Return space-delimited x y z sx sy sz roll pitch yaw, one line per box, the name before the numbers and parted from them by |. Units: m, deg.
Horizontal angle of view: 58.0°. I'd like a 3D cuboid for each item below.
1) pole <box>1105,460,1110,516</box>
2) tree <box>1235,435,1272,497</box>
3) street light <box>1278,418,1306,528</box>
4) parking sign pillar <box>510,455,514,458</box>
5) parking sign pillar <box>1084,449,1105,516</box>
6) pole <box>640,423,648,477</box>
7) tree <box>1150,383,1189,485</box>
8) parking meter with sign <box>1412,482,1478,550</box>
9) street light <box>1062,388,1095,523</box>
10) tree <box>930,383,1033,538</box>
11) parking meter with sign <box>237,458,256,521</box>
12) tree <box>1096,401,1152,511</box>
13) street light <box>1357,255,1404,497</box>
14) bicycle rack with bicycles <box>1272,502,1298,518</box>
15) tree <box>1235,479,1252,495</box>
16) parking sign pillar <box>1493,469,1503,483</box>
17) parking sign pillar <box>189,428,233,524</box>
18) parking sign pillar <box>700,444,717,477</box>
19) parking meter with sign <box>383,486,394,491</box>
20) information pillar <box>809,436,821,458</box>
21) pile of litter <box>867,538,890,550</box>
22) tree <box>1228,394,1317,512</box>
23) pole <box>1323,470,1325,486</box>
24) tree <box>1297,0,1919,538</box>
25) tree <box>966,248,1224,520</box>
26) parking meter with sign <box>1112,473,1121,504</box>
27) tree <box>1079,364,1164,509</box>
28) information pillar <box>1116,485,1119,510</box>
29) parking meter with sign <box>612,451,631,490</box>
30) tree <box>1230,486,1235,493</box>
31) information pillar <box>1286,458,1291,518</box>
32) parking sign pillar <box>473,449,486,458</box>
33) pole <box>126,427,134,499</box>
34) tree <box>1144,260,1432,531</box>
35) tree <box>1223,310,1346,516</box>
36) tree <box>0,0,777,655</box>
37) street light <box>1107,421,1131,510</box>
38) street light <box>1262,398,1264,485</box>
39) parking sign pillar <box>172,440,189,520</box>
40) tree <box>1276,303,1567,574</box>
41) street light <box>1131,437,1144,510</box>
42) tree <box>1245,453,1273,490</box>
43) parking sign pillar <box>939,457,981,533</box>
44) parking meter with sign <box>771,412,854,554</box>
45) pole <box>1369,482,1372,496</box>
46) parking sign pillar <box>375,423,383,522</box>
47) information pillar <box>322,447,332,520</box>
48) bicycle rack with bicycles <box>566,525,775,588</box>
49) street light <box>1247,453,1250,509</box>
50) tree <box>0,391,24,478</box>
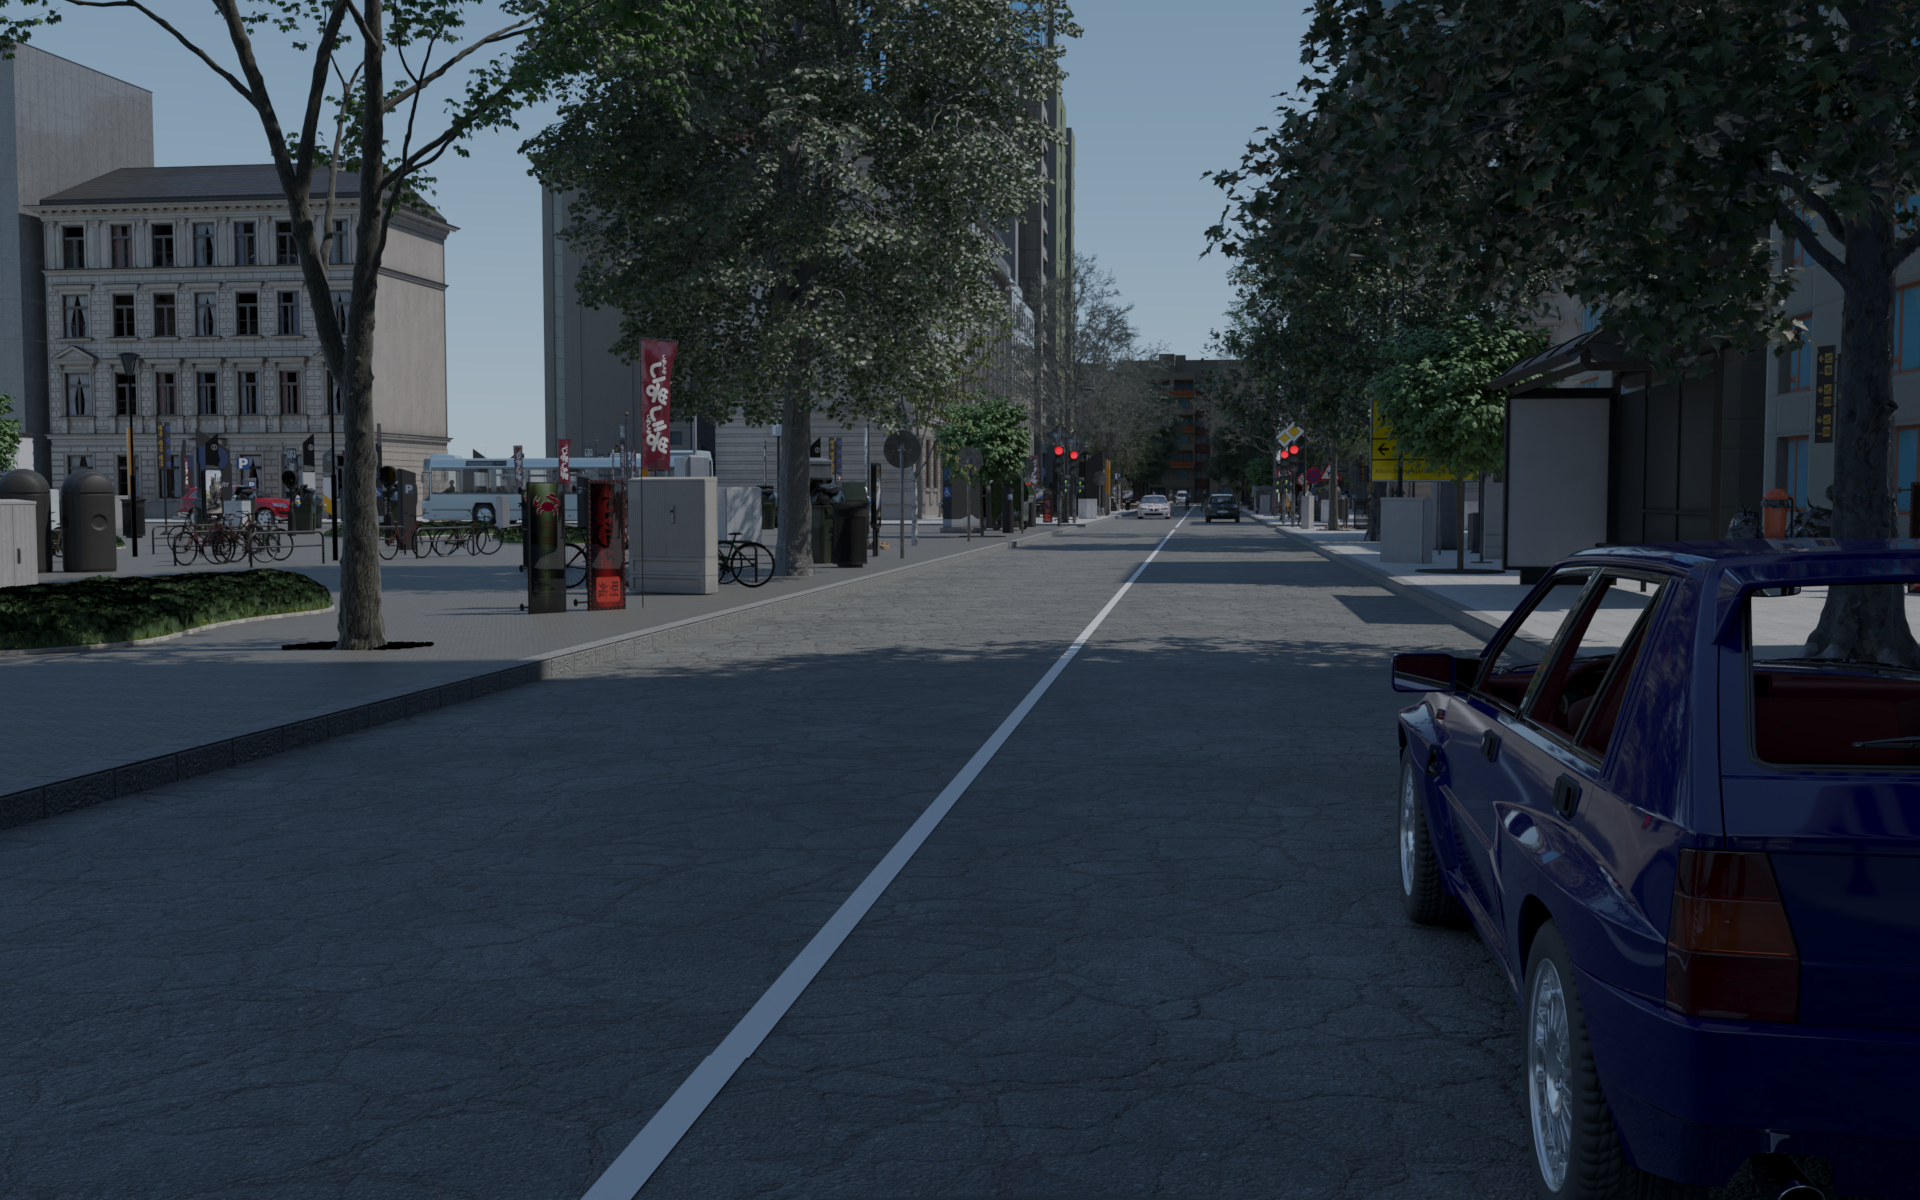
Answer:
pole | 9.181 -6.930 107.150 0.158 3.312 0.155 0 3 0
tree | 27.997 -13.151 165.374 4.360 8.622 3.978 0 3 0
street light | 12.666 -5.739 66.366 1.470 5.913 1.316 0 4 8
parking sign pillar | -27.352 -7.153 105.429 1.447 3.967 1.447 2 4 33
parking sign pillar | 7.961 -7.050 103.743 1.447 3.967 1.447 1 4 17
pole | -7.759 -2.981 42.585 0.158 3.312 0.155 0 3 0
tree | 20.339 -17.469 192.267 9.857 13.997 8.962 0 3 0
parking meter with sign | 11.164 -2.648 39.559 1.738 3.016 0.543 0 4 -5
street light | 5.185 -6.319 75.858 1.470 5.913 1.316 0 4 8
tree | 0.708 -4.162 51.770 4.285 4.588 4.351 0 3 0
parking meter with sign | -33.726 -5.254 82.164 0.543 3.016 1.738 -3 5 -39
tree | 12.068 -10.890 128.419 4.360 8.622 3.978 0 3 0
street light | 8.004 -3.734 33.595 1.470 5.913 1.316 0 4 8
bicycle rack with bicycles | 17.902 -4.756 91.149 2.925 0.926 2.852 0 4 -2
tree | 24.448 -9.200 145.019 1.663 3.219 1.824 0 3 0
parking sign pillar | 19.484 -4.435 60.988 1.447 3.967 1.447 3 4 36
parking sign pillar | -30.593 -5.051 71.058 1.447 3.967 1.447 -2 4 -34
parking sign pillar | -13.272 -6.387 92.902 1.447 3.967 1.447 -2 4 -28
parking meter with sign | -28.287 -5.461 85.549 1.738 3.016 0.543 -1 4 -22
information pillar | -5.871 -4.831 70.340 0.504 3.616 0.183 -2 4 -26
pile of litter | -2.273 -1.639 40.765 1.176 0.858 1.719 -1 4 -14
tree | 22.682 -11.569 123.563 7.601 10.594 8.767 0 4 7
pole | 30.727 -9.314 146.121 0.158 3.312 0.155 0 3 0
tree | 6.444 -5.826 12.255 9.611 12.733 9.660 0 3 0
tree | 5.413 -10.736 85.904 12.009 13.543 11.850 0 3 0
parking meter with sign | 12.780 -8.946 142.527 0.543 3.016 1.738 1 4 19
tree | 14.149 -14.113 148.877 7.486 12.596 7.792 0 3 0
information pillar | 12.599 -8.159 137.891 0.304 2.012 0.304 0 4 1
parking meter with sign | -13.720 -4.497 69.788 0.543 3.016 1.738 1 4 15
tree | 34.124 -13.426 214.120 1.663 3.219 1.824 0 3 0
information pillar | 17.839 -6.273 93.923 0.183 3.616 0.504 -1 4 -15
parking sign pillar | -28.334 -7.024 103.306 1.447 3.967 1.447 -2 4 -33
pole | -25.411 -3.624 53.098 0.158 3.312 0.155 0 3 0
tree | 12.882 -8.225 60.236 9.928 11.665 9.643 0 3 0
tree | 18.500 -11.656 100.939 12.009 13.543 11.850 0 3 0
tree | -5.078 -5.392 13.922 9.928 11.665 9.643 0 3 0
street light | 9.782 -8.324 108.638 1.470 5.913 1.316 0 4 8
street light | 15.042 -6.795 83.634 1.470 5.913 1.316 0 4 8
parking sign pillar | -38.551 -5.986 86.347 1.447 3.967 1.447 -2 4 -30
tree | 8.286 -2.731 28.361 4.285 4.588 4.351 0 3 0
street light | 14.531 -10.381 142.273 1.470 5.913 1.316 0 4 8
tree | 23.203 -9.022 131.219 4.285 4.588 4.351 0 3 0
parking sign pillar | 0.043 -4.196 57.070 1.447 3.967 1.447 -3 5 -44
parking meter with sign | -3.043 -2.450 36.318 1.738 3.016 0.543 -2 4 -30
pole | 28.183 -7.651 118.942 0.158 3.312 0.155 0 3 0
parking sign pillar | -22.034 -4.704 65.390 1.447 3.967 1.447 -1 4 -19
information pillar | -31.620 -5.831 86.694 0.504 3.616 0.183 0 4 -2
bicycle rack with bicycles | -3.907 -0.659 24.158 2.925 0.926 2.852 1 4 17
street light | 19.788 -8.798 116.393 1.470 5.913 1.316 0 4 8
tree | -26.295 -3.784 45.576 4.285 4.588 4.351 0 3 0
